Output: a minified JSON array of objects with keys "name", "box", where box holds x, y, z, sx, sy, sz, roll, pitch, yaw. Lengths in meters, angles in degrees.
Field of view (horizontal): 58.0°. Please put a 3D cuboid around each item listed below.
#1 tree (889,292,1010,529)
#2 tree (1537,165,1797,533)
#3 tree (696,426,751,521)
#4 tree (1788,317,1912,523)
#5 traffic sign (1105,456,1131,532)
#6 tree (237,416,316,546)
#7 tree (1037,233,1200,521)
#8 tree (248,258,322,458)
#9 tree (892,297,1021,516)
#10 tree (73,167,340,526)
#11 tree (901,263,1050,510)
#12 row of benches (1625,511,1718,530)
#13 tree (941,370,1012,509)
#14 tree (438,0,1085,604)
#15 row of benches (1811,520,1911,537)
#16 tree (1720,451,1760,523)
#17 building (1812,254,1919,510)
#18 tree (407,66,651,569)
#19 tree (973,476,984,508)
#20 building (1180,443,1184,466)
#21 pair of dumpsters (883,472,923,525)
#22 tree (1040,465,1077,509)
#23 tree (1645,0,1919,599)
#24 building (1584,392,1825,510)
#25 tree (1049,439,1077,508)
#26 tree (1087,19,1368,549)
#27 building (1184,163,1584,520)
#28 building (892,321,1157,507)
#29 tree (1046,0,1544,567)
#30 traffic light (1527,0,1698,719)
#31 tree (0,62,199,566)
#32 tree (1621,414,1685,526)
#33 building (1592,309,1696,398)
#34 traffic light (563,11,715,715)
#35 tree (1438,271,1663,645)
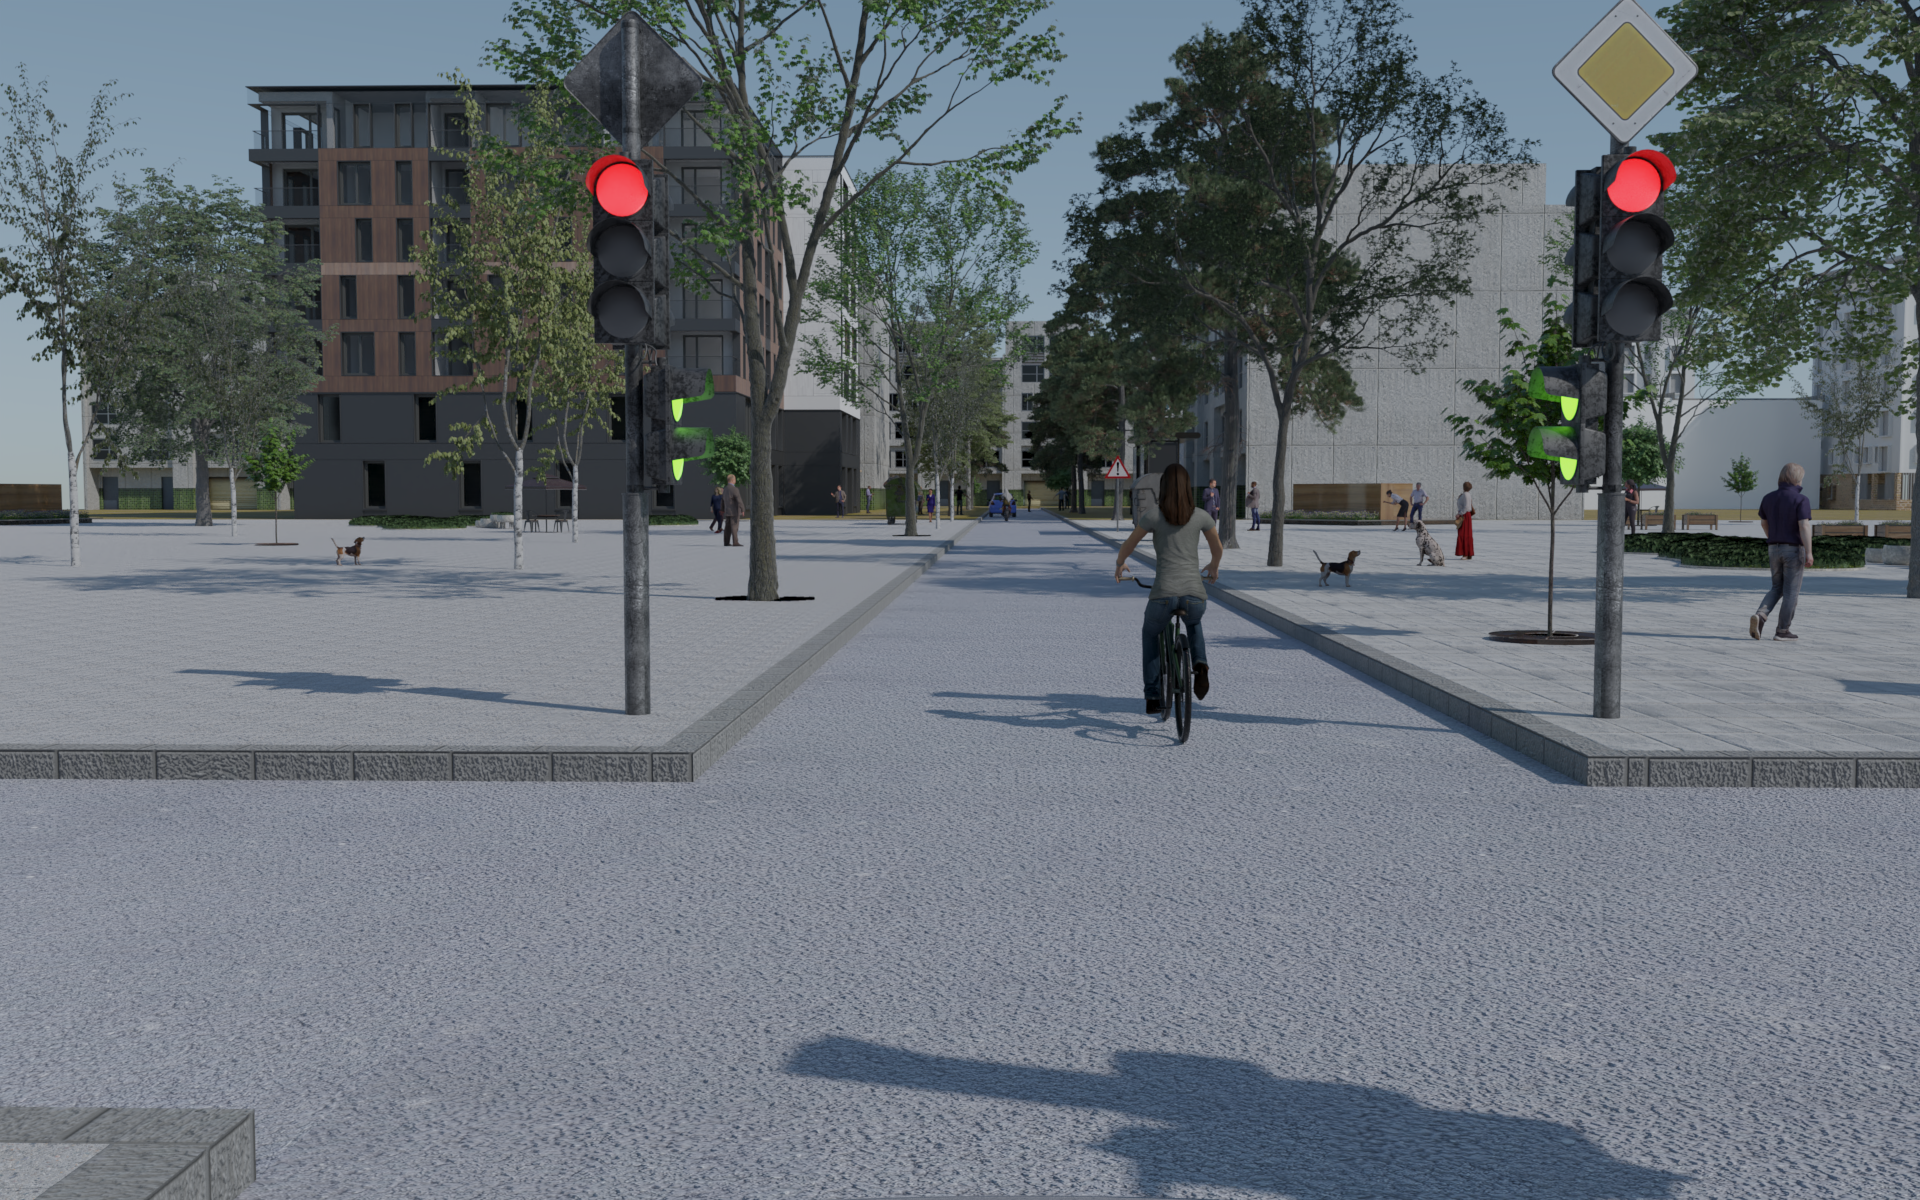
[{"name":"tree","box":[-0.602,-6.926,63.606,4.360,8.622,3.978,0,3,0]},{"name":"tree","box":[22.784,-7.945,55.650,9.928,11.665,9.643,0,3,0]},{"name":"tree","box":[-10.752,-5.992,81.685,4.285,4.588,4.351,0,3,0]},{"name":"tree","box":[36.279,-7.335,70.295,4.360,8.622,3.978,0,3,0]},{"name":"traffic sign","box":[5.319,-3.572,58.410,0.884,2.594,0.081,0,4,3]},{"name":"tree","box":[-17.239,-2.976,43.266,1.663,3.219,1.824,0,3,0]},{"name":"tree","box":[7.895,-10.775,83.601,7.806,13.903,7.818,0,3,0]},{"name":"tree","box":[-21.763,-6.222,52.087,4.360,8.622,3.978,0,3,0]},{"name":"tree","box":[-0.234,-11.099,99.600,7.486,12.596,7.792,0,3,0]},{"name":"tree","box":[-30.137,-9.922,68.886,9.857,13.997,8.962,0,3,0]},{"name":"tree","box":[2.008,-17.287,138.527,12.611,20.169,13.585,0,3,0]},{"name":"row of benches","box":[24.941,-2.852,62.093,4.104,0.672,1.422,0,4,6]},{"name":"tree","box":[1.048,-14.002,150.980,6.751,12.117,7.091,0,3,0]},{"name":"tree","box":[-2.245,-5.806,20.678,9.928,11.665,9.643,0,3,0]},{"name":"row of benches","box":[22.576,-1.582,41.323,4.104,0.672,1.422,0,4,6]},{"name":"tree","box":[35.262,-5.128,78.447,1.663,3.219,1.824,0,3,0]},{"name":"building","box":[79.161,-17.524,142.938,11.380,20.091,16.016,0,4,2]},{"name":"tree","box":[-7.573,-4.841,29.521,4.737,8.622,4.395,0,3,0]},{"name":"tree","box":[1.340,-10.181,161.062,1.663,3.219,1.824,0,3,0]},{"name":"building","box":[26.453,-20.094,184.953,11.380,20.091,16.016,0,4,2]},{"name":"pair of dumpsters","box":[-2.449,-4.350,73.619,1.574,2.255,4.436,0,4,2]},{"name":"tree","box":[8.497,-10.155,149.739,4.285,4.588,4.351,0,3,0]},{"name":"tree","box":[11.491,-6.284,20.865,7.486,12.596,7.792,0,3,0]},{"name":"building","box":[58.952,-12.563,147.558,28.070,9.664,9.099,0,4,2]},{"name":"tree","box":[9.669,-12.526,155.162,4.360,8.622,3.978,0,3,0]},{"name":"tree","box":[6.332,-7.231,40.284,6.751,12.117,7.091,0,3,0]},{"name":"building","box":[23.136,-14.379,101.560,16.747,18.905,31.486,0,4,2]},{"name":"building","box":[4.872,-19.516,185.546,31.486,18.905,16.747,0,4,2]},{"name":"tree","box":[5.485,-5.850,30.057,8.767,10.594,7.601,1,4,13]},{"name":"traffic light","box":[3.697,-1.260,9.841,0.839,4.213,0.868,0,4,2]},{"name":"tree","box":[-15.494,-4.907,30.587,4.360,8.622,3.978,0,3,0]},{"name":"tree","box":[27.315,-5.268,69.844,4.285,4.588,4.351,0,3,0]},{"name":"building","box":[69.461,-20.010,183.576,11.380,20.091,16.016,0,4,2]},{"name":"traffic light","box":[-1.862,-1.269,9.987,0.839,4.213,0.868,0,4,2]},{"name":"tree","box":[5.204,-1.262,15.236,1.663,3.219,1.824,0,3,0]}]
